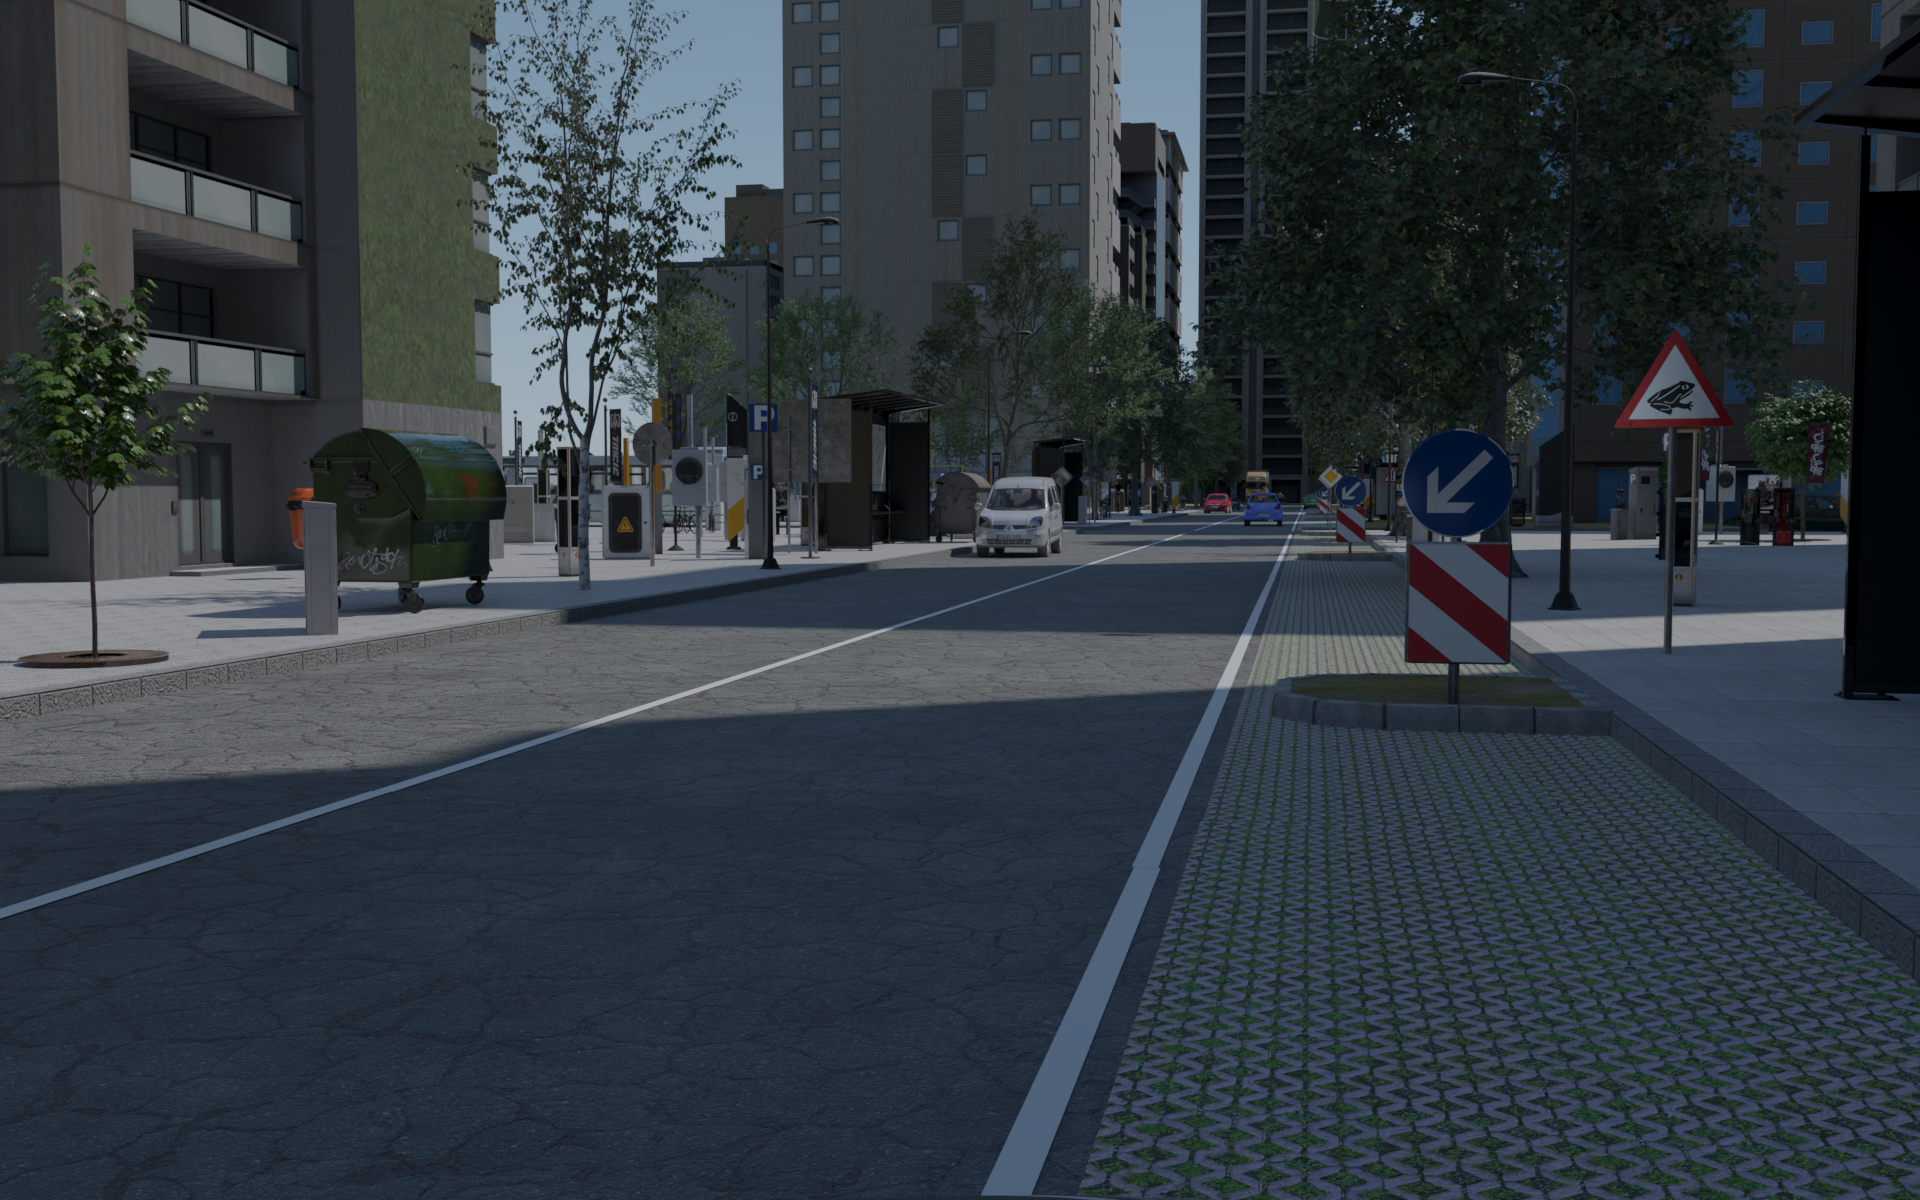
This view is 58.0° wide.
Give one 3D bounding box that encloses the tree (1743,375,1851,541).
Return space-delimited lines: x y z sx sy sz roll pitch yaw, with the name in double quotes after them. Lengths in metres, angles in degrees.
23.452 -3.926 47.906 4.285 4.588 4.351 0 3 0 "tree"

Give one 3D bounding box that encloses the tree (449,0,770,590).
-4.906 -4.453 23.164 4.360 8.622 3.978 0 3 0 "tree"

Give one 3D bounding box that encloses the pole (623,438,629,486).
-12.116 -4.226 62.932 0.158 3.312 0.155 0 3 0 "pole"

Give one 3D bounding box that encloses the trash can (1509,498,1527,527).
21.927 -3.456 68.151 0.748 1.137 0.748 0 3 0 "trash can"

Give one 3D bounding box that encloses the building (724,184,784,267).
-25.092 -36.827 252.231 14.200 45.320 14.600 1 4 11 "building"

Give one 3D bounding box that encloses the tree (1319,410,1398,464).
26.036 -10.804 111.058 7.601 10.594 8.767 2 4 26 "tree"

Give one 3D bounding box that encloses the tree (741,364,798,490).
-10.416 -9.034 98.074 4.737 8.622 4.395 0 3 0 "tree"

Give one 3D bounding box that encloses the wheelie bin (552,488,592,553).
-8.327 -1.792 37.207 0.693 1.594 0.980 -3 4 -37 "wheelie bin"

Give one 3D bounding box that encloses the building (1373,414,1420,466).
70.034 -37.841 238.308 30.456 49.044 23.786 1 4 11 "building"

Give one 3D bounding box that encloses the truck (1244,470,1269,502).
35.183 -13.221 205.070 2.839 4.237 11.283 1 4 11 "truck"

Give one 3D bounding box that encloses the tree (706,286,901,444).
-6.976 -9.779 85.648 9.928 11.665 9.643 0 3 0 "tree"

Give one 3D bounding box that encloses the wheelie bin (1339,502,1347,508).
28.705 -7.446 129.652 0.693 1.594 0.980 0 4 8 "wheelie bin"

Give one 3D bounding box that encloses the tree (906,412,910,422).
-3.137 -11.310 135.281 4.737 8.622 4.395 0 3 0 "tree"

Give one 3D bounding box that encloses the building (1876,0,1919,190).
27.898 -21.590 36.592 14.154 41.232 14.086 1 4 11 "building"

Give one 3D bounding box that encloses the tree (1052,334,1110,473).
10.180 -11.287 101.557 9.611 12.733 9.660 0 3 0 "tree"

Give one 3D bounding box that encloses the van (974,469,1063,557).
1.424 -2.058 40.666 2.013 2.044 4.112 1 4 9 "van"

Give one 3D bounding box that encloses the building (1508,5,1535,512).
45.301 -49.080 115.136 22.319 86.520 31.000 1 4 11 "building"

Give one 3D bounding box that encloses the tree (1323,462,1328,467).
24.321 -9.366 103.494 4.737 8.622 4.395 0 3 0 "tree"

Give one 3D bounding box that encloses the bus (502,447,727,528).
-15.452 -4.607 70.188 13.247 3.499 2.948 1 4 12 "bus"

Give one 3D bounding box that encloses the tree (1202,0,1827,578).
8.179 -6.699 26.530 9.611 12.733 9.660 0 3 0 "tree"

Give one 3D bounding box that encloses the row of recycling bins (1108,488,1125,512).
10.925 -7.191 124.690 1.069 1.692 3.534 2 4 26 "row of recycling bins"

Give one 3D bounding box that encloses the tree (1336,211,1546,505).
12.268 -5.648 42.709 4.737 8.622 4.395 0 3 0 "tree"

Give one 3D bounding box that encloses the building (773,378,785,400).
-6.317 -54.589 205.197 31.000 86.520 22.319 1 4 11 "building"

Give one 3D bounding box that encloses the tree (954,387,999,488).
-0.512 -9.626 107.742 4.360 8.622 3.978 0 3 0 "tree"

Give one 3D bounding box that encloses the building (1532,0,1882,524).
34.780 -26.294 80.023 14.200 45.320 14.600 1 4 11 "building"

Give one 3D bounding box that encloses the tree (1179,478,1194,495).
17.639 -8.806 138.587 1.663 3.219 1.824 0 3 0 "tree"

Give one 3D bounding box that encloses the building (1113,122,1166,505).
16.665 -34.006 206.107 14.200 45.320 14.600 1 4 11 "building"

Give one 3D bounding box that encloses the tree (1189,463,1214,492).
21.756 -10.770 159.797 4.285 4.588 4.351 0 3 0 "tree"

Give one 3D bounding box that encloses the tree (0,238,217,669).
-6.519 -1.140 13.239 1.663 3.219 1.824 0 3 0 "tree"

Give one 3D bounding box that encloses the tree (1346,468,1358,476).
29.006 -8.158 127.981 1.663 3.219 1.824 0 3 0 "tree"

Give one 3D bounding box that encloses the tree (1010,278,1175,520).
6.468 -9.731 84.862 9.928 11.665 9.643 0 3 0 "tree"

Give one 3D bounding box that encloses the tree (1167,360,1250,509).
20.088 -13.966 146.478 7.486 12.596 7.792 0 3 0 "tree"

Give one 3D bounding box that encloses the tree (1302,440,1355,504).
46.500 -18.263 216.721 7.486 12.596 7.792 0 3 0 "tree"

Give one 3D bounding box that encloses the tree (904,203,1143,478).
1.542 -7.425 55.804 7.601 10.594 8.767 3 5 40 "tree"

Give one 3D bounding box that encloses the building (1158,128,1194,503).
20.311 -40.425 250.185 27.495 52.752 28.713 1 4 11 "building"

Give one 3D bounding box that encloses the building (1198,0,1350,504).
44.211 -49.144 241.751 20.611 71.187 20.563 1 4 11 "building"

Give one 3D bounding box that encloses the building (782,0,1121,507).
0.316 -34.939 160.496 28.713 52.752 27.495 1 4 11 "building"

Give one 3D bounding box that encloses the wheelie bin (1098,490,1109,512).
10.104 -6.966 121.799 0.980 1.594 0.693 3 4 37 "wheelie bin"

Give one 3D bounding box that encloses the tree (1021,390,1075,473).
6.882 -10.692 125.181 4.360 8.622 3.978 0 3 0 "tree"

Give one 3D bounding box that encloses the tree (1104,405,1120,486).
11.972 -11.539 139.031 4.360 8.622 3.978 0 3 0 "tree"

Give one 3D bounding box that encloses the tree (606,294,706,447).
-14.633 -9.991 89.109 9.928 11.665 9.643 0 3 0 "tree"

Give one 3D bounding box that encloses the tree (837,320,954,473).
-3.292 -7.578 74.257 4.360 8.622 3.978 0 3 0 "tree"

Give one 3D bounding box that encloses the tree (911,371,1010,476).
0.507 -9.276 102.021 4.737 8.622 4.395 0 3 0 "tree"

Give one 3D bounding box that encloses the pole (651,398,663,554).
-6.449 -2.631 36.864 0.158 3.312 0.155 0 3 0 "pole"

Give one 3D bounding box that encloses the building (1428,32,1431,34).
64.456 -36.665 188.717 28.713 52.752 27.495 1 4 11 "building"

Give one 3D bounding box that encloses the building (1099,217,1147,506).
11.698 -24.992 180.316 14.160 30.474 14.107 1 4 11 "building"

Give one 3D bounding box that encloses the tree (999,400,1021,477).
3.832 -11.059 131.178 4.360 8.622 3.978 0 3 0 "tree"

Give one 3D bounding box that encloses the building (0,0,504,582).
-17.300 -21.057 27.884 14.154 41.232 14.086 1 4 11 "building"

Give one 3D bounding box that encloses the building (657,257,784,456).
-28.538 -27.118 215.087 14.107 30.474 14.160 1 4 11 "building"

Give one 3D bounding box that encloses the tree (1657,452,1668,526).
28.477 -4.578 69.446 1.663 3.219 1.824 0 3 0 "tree"

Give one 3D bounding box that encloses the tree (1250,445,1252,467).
27.435 -16.468 187.380 7.486 12.596 7.792 0 3 0 "tree"

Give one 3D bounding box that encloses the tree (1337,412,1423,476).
19.012 -7.535 73.553 4.360 8.622 3.978 0 3 0 "tree"

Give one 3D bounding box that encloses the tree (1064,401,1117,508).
9.938 -10.998 130.184 4.737 8.622 4.395 0 3 0 "tree"

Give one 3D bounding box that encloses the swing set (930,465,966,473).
-0.961 -5.948 94.874 3.119 2.851 2.862 1 4 23 "swing set"

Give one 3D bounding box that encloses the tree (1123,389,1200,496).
14.231 -10.298 118.736 4.360 8.622 3.978 0 3 0 "tree"
